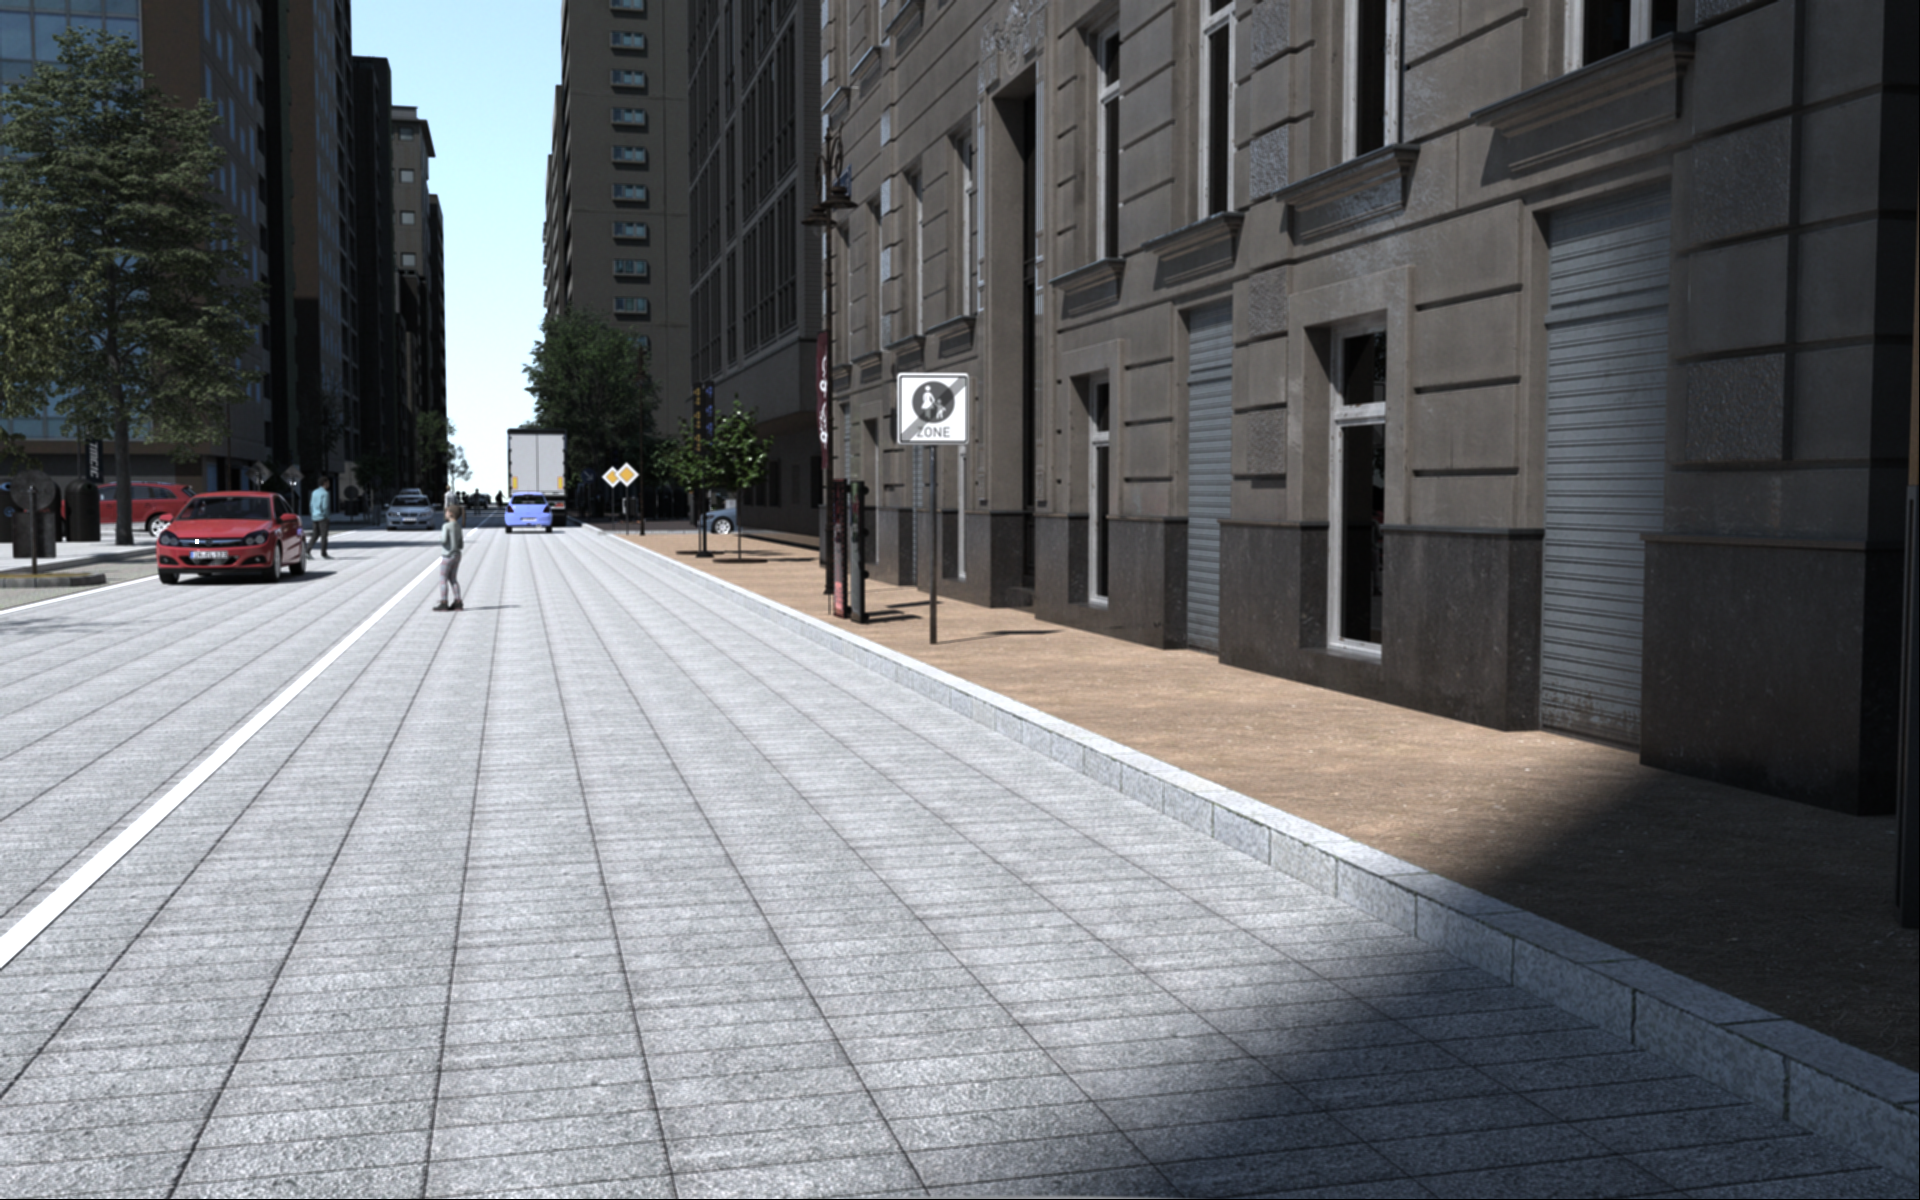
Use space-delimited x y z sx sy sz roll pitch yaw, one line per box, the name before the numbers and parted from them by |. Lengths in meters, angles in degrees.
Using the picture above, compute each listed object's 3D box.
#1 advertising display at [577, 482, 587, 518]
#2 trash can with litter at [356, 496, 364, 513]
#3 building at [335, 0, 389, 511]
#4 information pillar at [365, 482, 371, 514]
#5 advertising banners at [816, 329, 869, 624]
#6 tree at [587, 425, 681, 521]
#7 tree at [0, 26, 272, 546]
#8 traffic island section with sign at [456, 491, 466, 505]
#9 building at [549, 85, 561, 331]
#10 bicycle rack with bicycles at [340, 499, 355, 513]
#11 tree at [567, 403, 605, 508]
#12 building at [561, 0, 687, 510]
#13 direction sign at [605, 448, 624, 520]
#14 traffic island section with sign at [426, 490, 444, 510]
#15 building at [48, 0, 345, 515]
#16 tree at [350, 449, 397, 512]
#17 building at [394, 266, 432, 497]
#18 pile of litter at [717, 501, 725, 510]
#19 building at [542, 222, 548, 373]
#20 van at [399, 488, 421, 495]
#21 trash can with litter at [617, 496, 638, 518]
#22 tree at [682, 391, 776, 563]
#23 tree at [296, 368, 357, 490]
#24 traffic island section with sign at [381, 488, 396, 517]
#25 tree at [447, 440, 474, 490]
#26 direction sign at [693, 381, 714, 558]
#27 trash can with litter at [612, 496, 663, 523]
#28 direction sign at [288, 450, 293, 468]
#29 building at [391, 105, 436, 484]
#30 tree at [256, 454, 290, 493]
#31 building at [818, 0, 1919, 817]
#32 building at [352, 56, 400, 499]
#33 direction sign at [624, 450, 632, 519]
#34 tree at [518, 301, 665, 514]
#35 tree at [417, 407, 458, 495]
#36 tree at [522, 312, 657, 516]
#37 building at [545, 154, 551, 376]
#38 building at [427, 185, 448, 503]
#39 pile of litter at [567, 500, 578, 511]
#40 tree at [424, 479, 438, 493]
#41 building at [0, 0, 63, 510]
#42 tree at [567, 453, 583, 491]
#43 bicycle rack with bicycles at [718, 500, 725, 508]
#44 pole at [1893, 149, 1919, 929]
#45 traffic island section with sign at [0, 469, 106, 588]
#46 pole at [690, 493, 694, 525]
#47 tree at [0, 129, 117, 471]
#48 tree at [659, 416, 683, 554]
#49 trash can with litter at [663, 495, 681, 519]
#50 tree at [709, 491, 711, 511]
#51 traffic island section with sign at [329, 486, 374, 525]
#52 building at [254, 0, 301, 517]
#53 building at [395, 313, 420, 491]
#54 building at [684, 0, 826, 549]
advertising display | -20.122 -5.322 92.236 0.123 1.923 0.974 -3 4 -38
trash can with litter | -40.591 -6.484 117.405 0.624 1.170 1.055 -1 4 -9
building | -57.102 -42.771 137.552 20.563 71.187 20.611 -1 4 -14
information pillar | -37.470 -6.432 109.662 0.304 2.012 0.304 -2 4 -28
advertising banners | -1.236 -1.328 17.897 0.090 3.025 2.074 -1 4 -17
tree | -14.666 -6.058 82.755 4.285 4.588 4.351 0 3 0
tree | -21.336 -7.644 43.114 7.486 12.596 7.792 0 3 0
traffic island section with sign | -74.889 -15.476 261.653 1.989 1.847 2.006 -1 4 -14
building | -35.551 -35.205 199.300 21.300 48.544 21.600 -1 4 -14
bicycle rack with bicycles | -43.120 -6.608 121.428 2.925 0.926 2.852 -3 5 -45
tree | -29.845 -11.348 135.903 4.360 8.622 3.978 0 3 0
building | -23.332 -32.250 150.992 21.300 48.544 21.600 -1 4 -14
direction sign | -17.223 -5.732 85.721 0.876 3.537 0.379 2 4 34
traffic island section with sign | -47.736 -9.017 156.061 1.989 1.847 2.006 -1 4 -14
building | -46.982 -28.045 108.644 14.600 45.320 14.200 -1 4 -14
tree | -42.627 -8.694 125.859 4.285 4.588 4.351 0 3 0
building | -74.534 -27.326 218.473 14.160 30.474 14.107 -1 4 -14
pile of litter | -14.593 -5.682 106.872 1.719 0.858 1.176 2 4 27
building | -55.056 -40.208 277.008 23.786 49.044 30.456 -1 4 -14
van | -38.814 -7.048 122.238 2.013 2.044 4.112 -1 4 -15
trash can with litter | -17.588 -4.901 91.521 0.624 1.170 1.055 2 4 35
tree | -4.281 -2.319 32.510 1.663 3.219 1.824 0 3 0
tree | -37.030 -9.174 100.363 4.360 8.622 3.978 0 3 0
traffic island section with sign | -35.270 -6.051 107.555 1.989 1.847 2.006 -1 4 -14
tree | -83.896 -21.479 285.596 7.601 10.594 8.767 -1 4 -18
direction sign | -5.173 -2.631 35.008 0.379 3.537 0.876 -2 4 -35
trash can with litter | -14.500 -3.989 76.272 1.678 1.210 2.233 -3 5 -41
direction sign | -34.204 -5.907 88.570 0.379 3.537 0.876 0 4 -8
building | -86.546 -39.567 236.151 28.713 52.752 27.495 -1 4 -14
tree | -30.801 -5.043 77.047 1.663 3.219 1.824 0 3 0
building | 6.016 -13.572 19.166 12.463 27.353 25.104 -1 4 -14
building | -58.646 -28.890 155.948 14.154 41.232 14.086 -1 4 -14
direction sign | -17.326 -5.991 89.944 0.876 3.537 0.379 2 4 34
tree | -24.090 -12.633 113.207 9.857 13.997 8.962 0 3 0
tree | -63.614 -17.095 205.264 9.928 11.665 9.643 0 3 0
tree | -21.003 -10.640 99.720 9.928 11.665 9.643 0 3 0
building | -45.370 -37.523 237.194 21.300 48.544 21.600 -1 4 -14
building | -89.224 -39.018 261.644 21.300 48.544 21.600 -1 4 -14
pile of litter | -29.659 -7.239 132.326 1.719 0.858 1.176 1 4 11
tree | -60.756 -12.455 198.243 1.663 3.219 1.824 0 3 0
building | -35.303 -25.435 65.978 14.600 45.320 14.200 -1 4 -14
tree | -26.788 -8.485 122.438 4.285 4.588 4.351 0 3 0
bicycle rack with bicycles | -14.856 -6.144 113.841 2.852 0.926 2.925 0 4 -6
pole | 2.882 -0.686 5.064 0.158 3.312 0.155 0 3 0
traffic island section with sign | -14.565 -1.128 27.070 1.989 1.847 2.006 -1 4 -14
pole | -11.233 -4.809 72.468 0.158 3.312 0.155 0 3 0
tree | -19.126 -5.101 33.770 4.737 8.622 4.395 0 3 0
tree | -5.543 -2.592 36.973 1.663 3.219 1.824 0 3 0
trash can with litter | -14.761 -4.698 87.866 2.233 1.210 1.678 3 5 44
tree | -18.279 -10.786 126.705 4.360 8.622 3.978 0 3 0
traffic island section with sign | -28.476 -4.437 81.178 1.989 1.847 2.006 -1 4 -14
building | -41.948 -19.318 87.558 14.160 30.474 14.107 -1 4 -14
building | -70.279 -20.240 175.966 27.650 21.520 28.899 -1 4 -14
building | 1.262 -15.274 43.242 14.314 27.812 24.014 -1 4 -14
